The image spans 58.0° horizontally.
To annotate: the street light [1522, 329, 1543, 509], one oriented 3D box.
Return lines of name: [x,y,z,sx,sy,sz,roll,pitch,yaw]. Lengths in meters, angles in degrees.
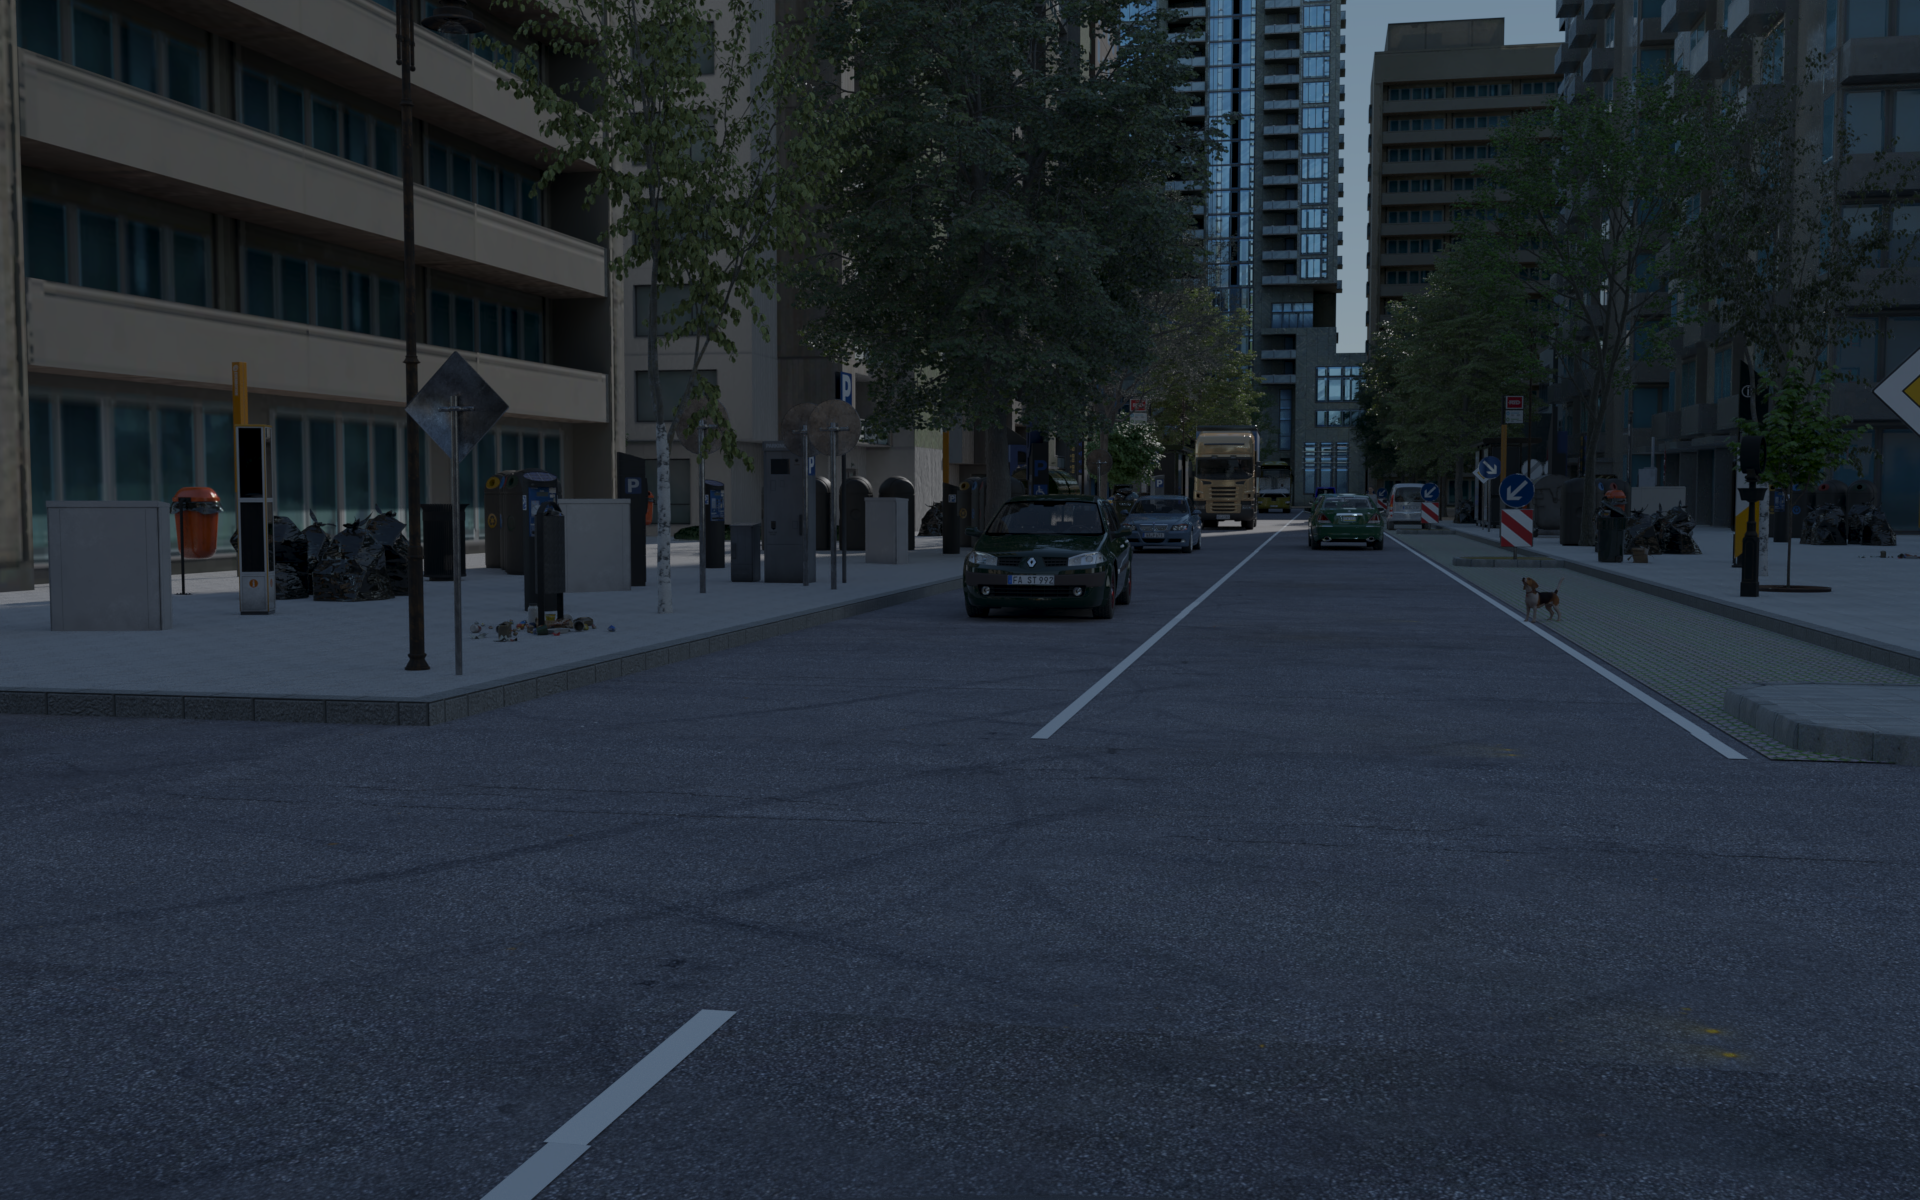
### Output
street light: [15.863,-4.614,48.222,0.468,5.910,1.993,1,4,12]

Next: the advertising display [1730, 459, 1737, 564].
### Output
advertising display: [14.640,-1.648,32.159,0.974,1.923,0.123,-2,4,-35]

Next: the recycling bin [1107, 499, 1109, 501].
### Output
recycling bin: [7.528,-4.451,85.321,0.722,1.027,0.722,-3,5,-43]

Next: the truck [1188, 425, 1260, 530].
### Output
truck: [11.306,-5.147,73.068,2.839,4.237,11.283,1,4,11]

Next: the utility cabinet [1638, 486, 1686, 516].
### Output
utility cabinet: [20.405,-2.544,50.278,1.173,1.500,0.318,2,4,27]

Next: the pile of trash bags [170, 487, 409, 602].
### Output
pile of trash bags: [-8.491,-0.738,21.814,3.447,1.369,1.912,1,4,18]

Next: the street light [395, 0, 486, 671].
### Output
street light: [-3.965,-2.428,12.478,0.468,5.910,1.993,1,4,12]

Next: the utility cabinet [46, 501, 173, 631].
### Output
utility cabinet: [-8.012,-0.317,16.341,1.020,1.237,0.306,0,4,-4]

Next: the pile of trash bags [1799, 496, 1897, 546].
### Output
pile of trash bags: [23.026,-2.063,43.490,3.447,1.369,1.912,2,4,24]

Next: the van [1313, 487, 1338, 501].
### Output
van: [32.681,-9.204,154.866,2.240,2.365,5.245,1,4,12]

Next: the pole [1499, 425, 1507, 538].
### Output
pole: [16.019,-3.501,51.078,0.158,3.312,0.155,0,3,0]

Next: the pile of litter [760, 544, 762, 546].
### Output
pile of litter: [-4.203,-1.782,43.099,1.719,0.858,1.176,-1,4,-22]

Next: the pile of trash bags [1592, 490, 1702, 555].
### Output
pile of trash bags: [14.860,-1.734,38.110,1.912,1.369,3.447,0,4,1]

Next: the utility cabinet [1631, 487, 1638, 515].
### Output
utility cabinet: [22.043,-2.846,55.213,1.173,1.500,0.318,3,4,36]

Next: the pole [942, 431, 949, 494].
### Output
pole: [-0.351,-3.002,42.933,0.158,3.312,0.155,0,3,0]

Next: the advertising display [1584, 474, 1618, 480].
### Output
advertising display: [20.880,-3.129,56.369,0.974,1.923,0.123,3,5,42]

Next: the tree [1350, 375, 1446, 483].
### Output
tree: [30.223,-11.101,115.913,8.767,10.594,7.601,1,4,21]

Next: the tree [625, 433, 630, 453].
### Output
tree: [-9.696,-3.269,48.048,1.663,3.219,1.824,0,3,0]

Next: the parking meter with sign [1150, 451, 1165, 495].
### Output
parking meter with sign: [7.892,-4.476,69.450,0.543,3.016,1.738,0,4,-8]

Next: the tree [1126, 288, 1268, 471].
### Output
tree: [13.028,-10.813,94.926,7.486,12.596,7.792,0,3,0]

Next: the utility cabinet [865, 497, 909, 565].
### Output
utility cabinet: [-1.351,-1.272,31.958,0.306,1.237,1.020,-3,4,-37]

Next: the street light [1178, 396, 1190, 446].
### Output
street light: [10.489,-6.642,81.390,0.468,5.910,1.993,1,4,12]

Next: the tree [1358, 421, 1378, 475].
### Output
tree: [37.512,-14.049,147.830,7.486,12.596,7.792,0,3,0]

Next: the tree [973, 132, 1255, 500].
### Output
tree: [4.873,-9.019,57.826,12.009,13.543,11.850,0,3,0]

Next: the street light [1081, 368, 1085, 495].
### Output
street light: [3.339,-4.539,46.993,0.468,5.910,1.993,1,4,12]

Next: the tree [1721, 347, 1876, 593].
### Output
tree: [11.018,-1.740,23.058,1.663,3.219,1.824,0,3,0]

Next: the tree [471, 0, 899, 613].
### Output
tree: [-2.944,-4.161,18.401,4.737,8.622,4.395,0,3,0]

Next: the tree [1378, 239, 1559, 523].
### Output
tree: [22.827,-9.747,77.490,7.486,12.596,7.792,0,3,0]

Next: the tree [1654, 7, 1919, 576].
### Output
tree: [12.553,-4.663,26.607,4.360,8.622,3.978,0,3,0]

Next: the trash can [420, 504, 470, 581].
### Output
trash can: [-7.633,-0.855,25.638,0.748,1.137,0.748,0,3,0]

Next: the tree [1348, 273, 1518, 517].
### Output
tree: [27.112,-11.643,97.015,9.857,13.997,8.962,0,3,0]

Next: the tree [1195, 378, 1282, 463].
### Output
tree: [24.477,-13.899,152.997,9.928,11.665,9.643,0,3,0]

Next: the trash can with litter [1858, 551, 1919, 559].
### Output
trash can with litter: [19.195,-1.440,34.607,2.233,1.210,1.678,1,4,22]

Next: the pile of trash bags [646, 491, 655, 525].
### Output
pile of trash bags: [-9.678,-2.179,45.372,3.447,1.369,1.912,-2,4,-27]

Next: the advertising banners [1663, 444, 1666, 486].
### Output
advertising banners: [24.912,-3.978,61.236,0.090,3.025,2.074,2,4,23]

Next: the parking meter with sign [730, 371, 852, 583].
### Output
parking meter with sign: [-2.470,-1.762,25.075,1.738,3.016,0.543,1,4,14]

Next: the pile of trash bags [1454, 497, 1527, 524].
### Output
pile of trash bags: [23.155,-3.996,75.082,3.447,1.369,1.912,1,4,21]

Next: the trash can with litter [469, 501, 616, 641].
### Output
trash can with litter: [-4.052,-0.308,16.099,1.678,1.210,2.233,0,4,7]

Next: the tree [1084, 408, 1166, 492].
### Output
tree: [6.223,-5.057,66.393,4.285,4.588,4.351,0,3,0]

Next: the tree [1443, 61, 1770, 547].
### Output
tree: [15.564,-7.117,42.111,9.928,11.665,9.643,0,3,0]

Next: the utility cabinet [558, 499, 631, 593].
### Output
utility cabinet: [-4.867,-0.713,22.813,1.020,1.237,0.306,-2,4,-35]

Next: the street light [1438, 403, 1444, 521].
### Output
street light: [23.078,-6.742,83.017,0.468,5.910,1.993,1,4,12]

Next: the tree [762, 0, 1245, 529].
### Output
tree: [0.760,-7.831,34.693,9.857,13.997,8.962,0,3,0]

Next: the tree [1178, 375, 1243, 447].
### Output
tree: [16.012,-9.880,111.895,4.360,8.622,3.978,0,3,0]

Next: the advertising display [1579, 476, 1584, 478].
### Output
advertising display: [22.218,-3.400,60.804,0.974,1.923,0.123,1,4,22]

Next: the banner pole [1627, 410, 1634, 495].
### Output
banner pole: [19.917,-3.765,51.567,0.401,3.779,0.863,2,4,28]

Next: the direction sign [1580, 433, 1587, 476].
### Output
direction sign: [23.157,-4.427,64.386,0.379,3.537,0.876,0,4,5]

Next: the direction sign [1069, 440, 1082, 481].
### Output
direction sign: [4.864,-4.907,72.226,0.379,3.537,0.876,-3,4,-39]

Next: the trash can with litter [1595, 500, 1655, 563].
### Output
trash can with litter: [12.459,-1.289,32.454,1.055,1.170,0.624,1,4,21]

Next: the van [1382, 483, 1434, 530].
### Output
van: [17.931,-3.806,69.242,2.013,2.044,4.112,1,4,13]

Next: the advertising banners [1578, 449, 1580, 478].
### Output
advertising banners: [23.944,-4.337,67.099,0.090,3.025,2.074,1,4,21]

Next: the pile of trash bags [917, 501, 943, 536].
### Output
pile of trash bags: [0.134,-2.700,53.900,1.912,1.369,3.447,2,4,25]

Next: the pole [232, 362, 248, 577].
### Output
pole: [-11.137,-2.019,26.859,0.158,3.312,0.155,0,3,0]
